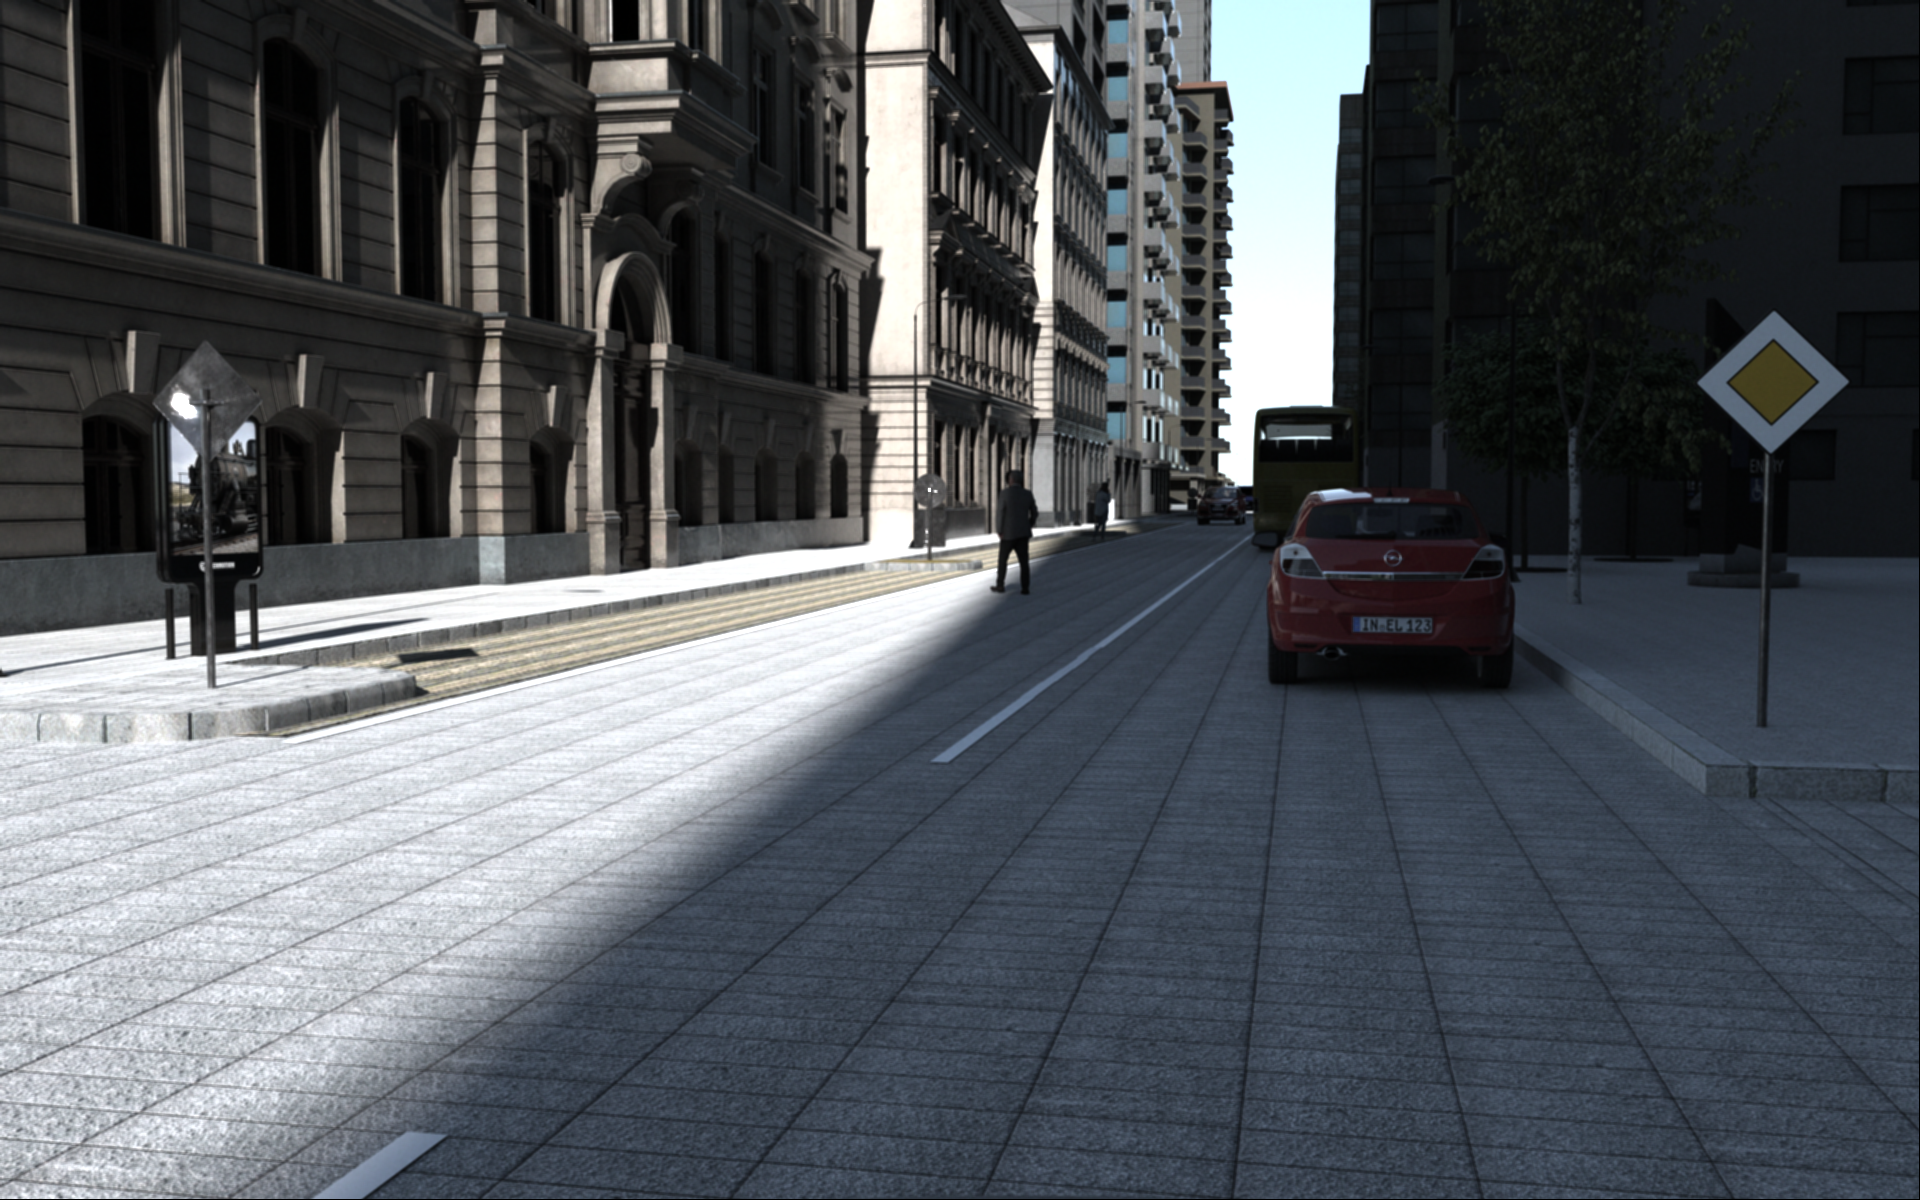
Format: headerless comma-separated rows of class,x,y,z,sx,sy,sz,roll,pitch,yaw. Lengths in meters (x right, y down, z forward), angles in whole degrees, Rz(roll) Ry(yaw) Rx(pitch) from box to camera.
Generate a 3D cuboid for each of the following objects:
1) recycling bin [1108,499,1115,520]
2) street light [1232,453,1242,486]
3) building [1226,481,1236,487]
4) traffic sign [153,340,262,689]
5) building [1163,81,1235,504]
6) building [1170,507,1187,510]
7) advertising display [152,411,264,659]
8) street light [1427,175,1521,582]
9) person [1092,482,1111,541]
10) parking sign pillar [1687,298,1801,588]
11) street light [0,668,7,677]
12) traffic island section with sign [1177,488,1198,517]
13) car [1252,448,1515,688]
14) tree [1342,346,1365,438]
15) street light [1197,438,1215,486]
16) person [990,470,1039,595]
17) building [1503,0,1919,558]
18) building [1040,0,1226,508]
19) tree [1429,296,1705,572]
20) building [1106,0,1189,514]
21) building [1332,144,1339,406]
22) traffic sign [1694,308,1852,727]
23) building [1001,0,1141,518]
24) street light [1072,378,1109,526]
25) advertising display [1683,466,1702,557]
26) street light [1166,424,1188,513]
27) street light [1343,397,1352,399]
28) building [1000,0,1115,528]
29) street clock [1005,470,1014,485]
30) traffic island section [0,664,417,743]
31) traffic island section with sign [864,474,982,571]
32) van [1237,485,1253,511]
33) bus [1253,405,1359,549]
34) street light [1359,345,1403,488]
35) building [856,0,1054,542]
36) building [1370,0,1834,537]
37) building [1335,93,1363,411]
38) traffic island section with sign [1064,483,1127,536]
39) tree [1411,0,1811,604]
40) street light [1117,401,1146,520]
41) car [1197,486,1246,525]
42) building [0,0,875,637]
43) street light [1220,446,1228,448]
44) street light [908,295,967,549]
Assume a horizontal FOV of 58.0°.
recycling bin,7.303,-4.485,85.886,0.722,1.027,0.722,0,4,4
street light,31.238,-13.811,198.351,1.470,5.913,1.316,1,4,11
building,20.617,-33.060,232.416,32.217,40.220,23.993,1,4,11
traffic sign,-4.938,-0.473,11.375,0.795,2.450,0.064,1,4,11
building,17.329,-32.309,182.879,22.147,44.769,28.867,1,4,11
building,4.937,-28.046,150.431,32.217,40.220,23.993,1,4,11
advertising display,-5.971,-0.525,13.801,0.123,1.923,0.974,1,4,23
street light,7.506,-3.227,25.300,1.470,5.913,1.316,1,4,11
person,4.272,-2.668,52.381,0.793,1.790,0.793,2,4,29
parking sign pillar,10.955,-2.180,24.116,1.447,3.967,1.447,-2,4,-28
street light,-6.345,-2.404,11.848,1.470,5.913,1.316,1,4,11
traffic island section with sign,14.765,-6.172,109.547,1.989,1.847,2.006,1,4,11
car,3.497,-0.327,14.385,2.155,1.783,4.494,1,4,11
tree,19.760,-7.875,79.119,4.360,8.622,3.978,0,3,0
street light,20.403,-10.537,144.824,1.470,5.913,1.316,1,4,11
person,0.761,-0.984,24.981,0.661,1.777,0.834,-2,4,-28
building,18.510,-16.477,41.100,14.160,30.474,14.107,1,4,11
building,21.510,-46.998,206.665,20.563,71.187,20.611,1,4,11
tree,9.542,-2.766,28.946,4.285,4.588,4.351,0,3,0
building,3.820,-30.757,122.487,23.786,49.044,30.456,1,4,11
building,59.765,-36.848,226.169,21.300,48.544,21.600,1,4,11
traffic sign,4.415,-0.357,9.481,0.795,2.450,0.064,1,4,11
building,-0.331,-40.245,96.265,20.563,71.187,20.611,1,4,11
street light,5.242,-5.925,69.414,1.470,5.913,1.316,1,4,11
advertising display,15.293,-1.843,35.351,0.974,1.923,0.123,1,4,10
street light,14.463,-8.734,115.346,1.470,5.913,1.316,1,4,11
street light,18.996,-6.745,82.827,1.470,5.913,1.316,1,4,11
building,0.710,-13.754,74.023,9.793,20.994,18.267,1,4,11
street clock,1.624,-2.927,52.419,0.471,2.002,0.358,3,5,42
traffic island section,-4.963,0.663,11.442,2.009,0.180,2.903,1,4,11
traffic island section with sign,-0.632,-1.485,32.914,1.989,1.847,2.006,1,4,11
van,19.922,-7.028,119.291,2.240,2.365,5.245,1,4,12
bus,9.535,-3.444,47.864,2.896,3.916,12.252,1,4,11
street light,13.202,-4.987,54.074,1.470,5.913,1.316,1,4,11
building,-3.621,-11.695,55.833,10.561,19.102,19.286,1,4,11
building,22.069,-17.833,63.271,14.160,30.474,14.107,1,4,11
building,46.107,-30.309,179.140,14.154,41.232,14.086,1,4,11
traffic island section with sign,4.671,-3.102,59.345,1.989,1.847,2.006,1,4,11
tree,7.155,-4.246,19.786,4.737,8.622,4.395,0,3,0
street light,8.596,-6.977,86.608,1.470,5.913,1.316,1,4,11
car,12.388,-4.471,81.773,2.281,1.827,5.304,1,4,13
building,-10.936,-12.854,29.248,14.460,24.649,34.723,1,4,11
street light,25.415,-12.016,169.005,1.470,5.913,1.316,1,4,11
street light,-0.516,-4.166,40.653,1.470,5.913,1.316,1,4,11
